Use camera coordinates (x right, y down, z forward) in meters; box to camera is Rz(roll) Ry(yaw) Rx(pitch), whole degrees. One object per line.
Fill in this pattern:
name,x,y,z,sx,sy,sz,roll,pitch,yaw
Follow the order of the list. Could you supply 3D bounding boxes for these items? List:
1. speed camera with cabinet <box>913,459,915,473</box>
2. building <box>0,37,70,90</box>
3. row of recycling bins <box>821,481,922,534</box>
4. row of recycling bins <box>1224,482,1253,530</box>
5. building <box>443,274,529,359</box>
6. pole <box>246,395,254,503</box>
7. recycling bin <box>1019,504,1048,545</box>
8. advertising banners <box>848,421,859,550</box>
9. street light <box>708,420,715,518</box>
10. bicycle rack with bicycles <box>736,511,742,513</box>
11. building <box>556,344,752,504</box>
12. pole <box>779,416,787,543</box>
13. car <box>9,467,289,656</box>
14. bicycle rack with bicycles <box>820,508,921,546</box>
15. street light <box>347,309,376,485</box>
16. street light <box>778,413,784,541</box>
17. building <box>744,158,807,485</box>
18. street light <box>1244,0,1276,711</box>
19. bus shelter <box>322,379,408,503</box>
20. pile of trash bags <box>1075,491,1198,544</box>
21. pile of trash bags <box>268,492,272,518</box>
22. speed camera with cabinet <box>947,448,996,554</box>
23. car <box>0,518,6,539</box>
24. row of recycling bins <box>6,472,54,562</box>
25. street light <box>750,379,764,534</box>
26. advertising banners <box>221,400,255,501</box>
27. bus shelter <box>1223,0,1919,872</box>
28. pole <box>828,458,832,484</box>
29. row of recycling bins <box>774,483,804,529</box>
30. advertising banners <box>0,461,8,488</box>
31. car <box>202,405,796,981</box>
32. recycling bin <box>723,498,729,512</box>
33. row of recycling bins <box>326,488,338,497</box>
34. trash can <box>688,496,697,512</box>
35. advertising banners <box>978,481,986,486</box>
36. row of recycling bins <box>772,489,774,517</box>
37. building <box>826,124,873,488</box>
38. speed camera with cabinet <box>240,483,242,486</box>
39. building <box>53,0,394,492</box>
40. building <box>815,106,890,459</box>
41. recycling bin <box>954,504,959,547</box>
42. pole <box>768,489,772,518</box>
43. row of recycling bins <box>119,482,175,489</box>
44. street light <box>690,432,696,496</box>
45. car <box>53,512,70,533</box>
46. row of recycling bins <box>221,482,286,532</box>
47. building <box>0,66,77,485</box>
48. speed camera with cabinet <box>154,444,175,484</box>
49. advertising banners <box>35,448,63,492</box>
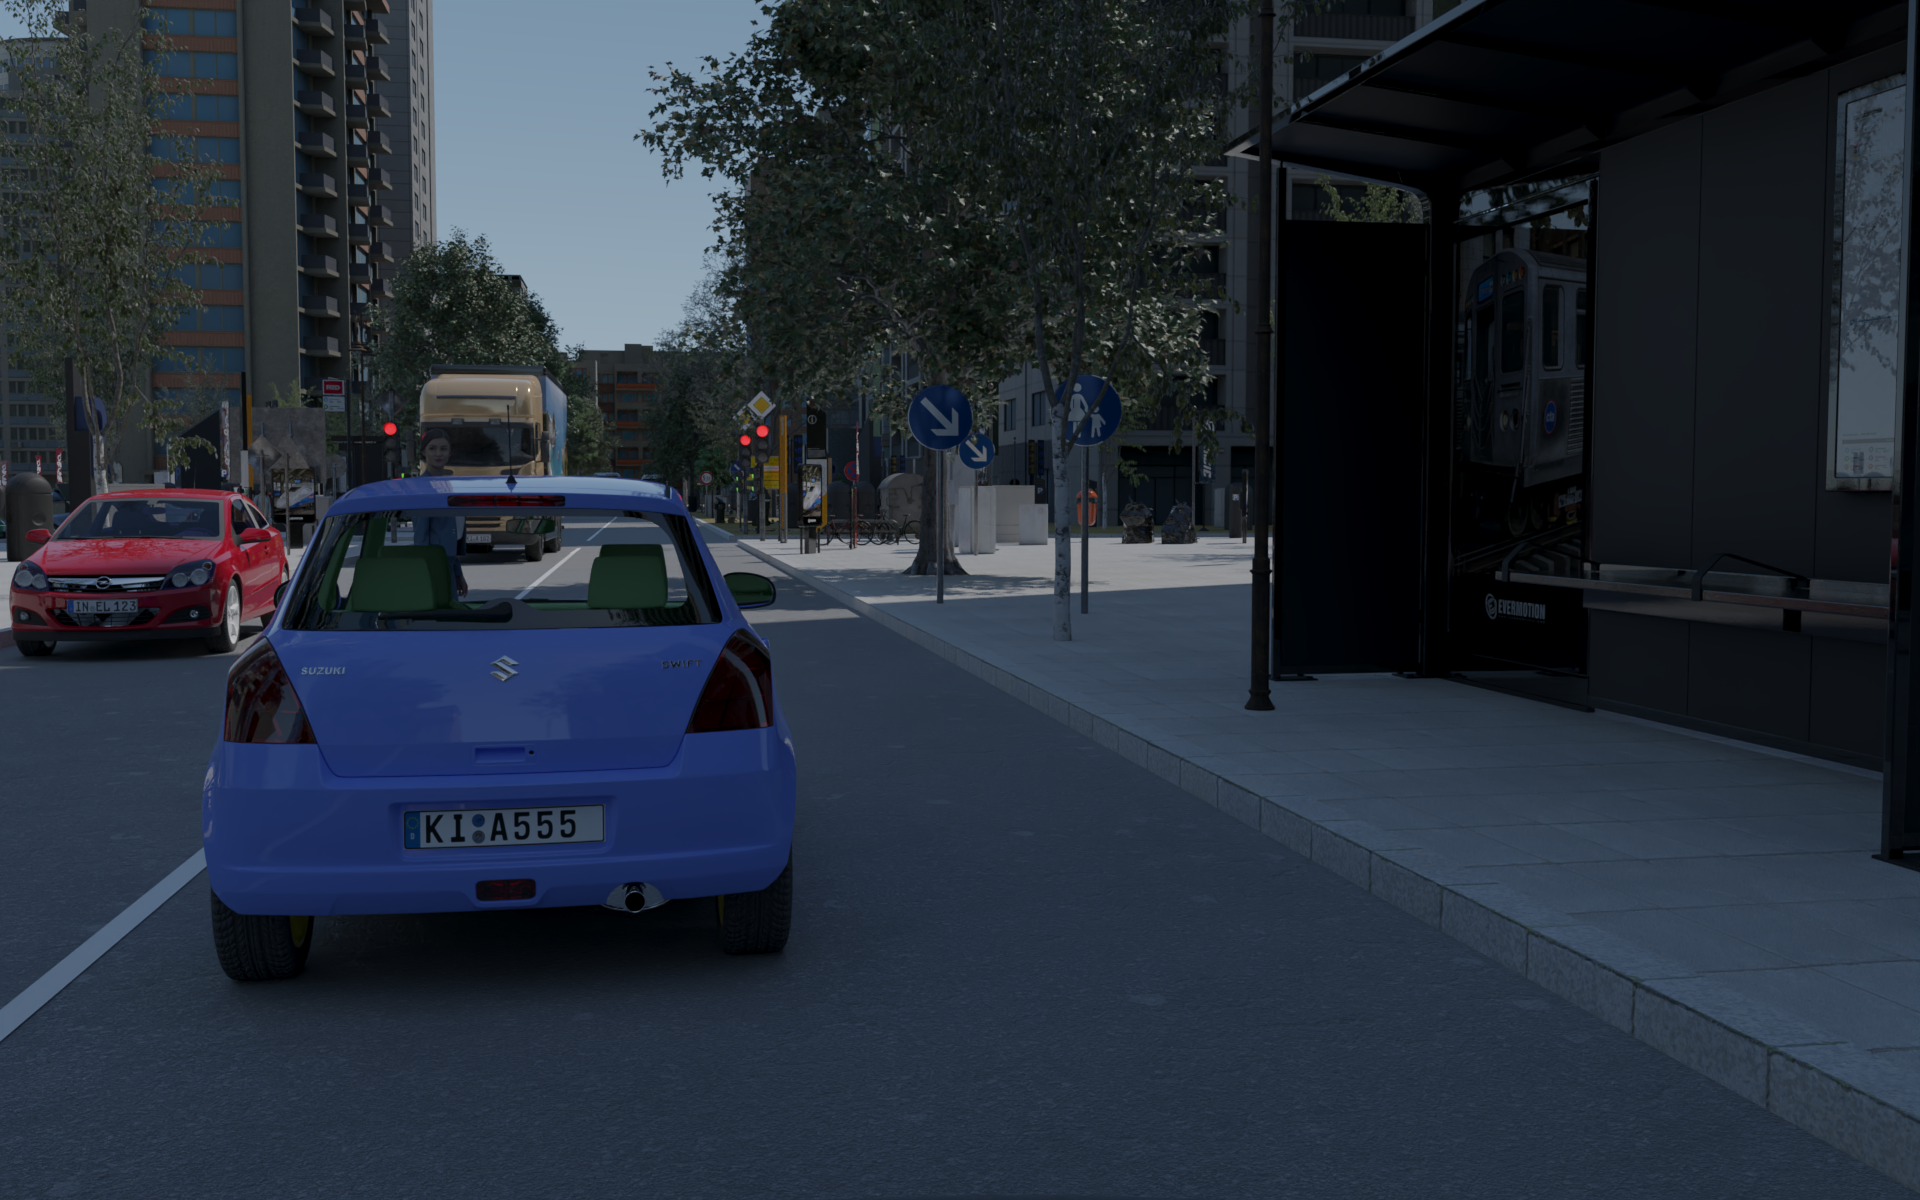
speed camera with cabinet,-2.682,-6.277,96.957,0.660,3.252,2.038,1,4,23
building,-109.085,-41.616,222.423,28.212,58.520,21.231,-1,4,-10
row of recycling bins,-2.720,-3.019,56.476,3.534,1.692,1.069,-2,4,-28
row of recycling bins,10.053,-3.395,62.622,1.069,1.692,3.534,1,4,8
building,-63.899,-27.857,227.161,14.107,30.474,14.160,-1,4,-10
pole,-14.701,-2.566,35.799,0.158,3.312,0.155,0,3,0
recycling bin,1.862,-1.914,43.853,0.722,1.027,0.722,0,4,3
advertising banners,-2.481,-2.725,40.748,0.090,3.025,2.074,0,4,2
street light,-13.255,-7.330,92.627,0.468,5.910,1.993,-1,4,-10
bicycle rack with bicycles,-13.654,-6.278,116.029,2.852,0.926,2.925,1,4,13
building,-44.014,-24.066,238.520,28.899,21.520,27.650,-1,4,-10
pole,-4.596,-3.132,45.052,0.158,3.312,0.155,0,3,0
car,-7.731,-0.474,16.794,2.155,1.783,4.494,-1,4,-12
bicycle rack with bicycles,-2.317,-1.878,44.084,2.925,0.926,2.852,0,4,-2
street light,-14.976,-4.324,43.477,0.468,5.910,1.993,-1,4,-10
street light,-4.870,-4.532,46.889,0.468,5.910,1.993,-1,4,-10
building,-21.427,-35.714,234.036,14.200,45.320,14.600,-1,4,-10
street light,1.787,-2.285,10.151,0.468,5.910,1.993,-1,4,-10
bus shelter,-21.660,-5.242,63.345,2.179,5.291,8.768,-1,4,-10
pile of trash bags,4.612,-2.190,45.558,3.447,1.369,1.912,2,4,28
pile of trash bags,-36.114,-5.076,92.738,1.912,1.369,3.447,1,4,18
speed camera with cabinet,0.228,-2.658,37.798,0.660,3.252,2.038,-1,4,-16
car,-28.509,-2.342,47.094,4.718,1.807,1.959,-1,4,-12
row of recycling bins,-19.019,-1.558,32.578,3.534,1.692,1.069,-1,4,-20
street light,-6.512,-5.081,55.855,0.468,5.910,1.993,-1,4,-10
advertising banners,-13.347,-2.191,32.008,0.090,3.025,2.074,-3,4,-36
bus shelter,3.175,-1.081,8.955,1.731,3.624,6.357,-1,4,-10
pole,-7.330,-6.350,97.671,0.158,3.312,0.155,0,3,0
row of recycling bins,-4.959,-3.494,64.235,3.534,1.692,1.069,1,4,20
advertising banners,-50.114,-5.724,89.779,2.074,3.025,0.090,1,4,16
car,-1.624,0.188,6.522,1.945,1.707,3.694,-1,4,-12
recycling bin,-17.410,-7.014,127.236,0.722,1.027,0.722,0,4,4
row of recycling bins,-41.304,-6.729,117.132,1.069,1.692,3.534,2,4,31
trash can,-18.952,-6.796,122.766,0.748,1.137,0.748,0,3,0
advertising banners,1.670,-4.986,77.716,2.074,3.025,0.090,0,4,-4
row of recycling bins,-9.797,-5.503,97.083,1.069,1.692,3.534,-2,4,-30
building,-0.995,-52.059,163.838,22.319,86.520,31.000,-1,4,-10
speed camera with cabinet,-47.784,-7.338,114.315,2.038,3.252,0.660,0,4,-5
building,-57.201,-29.465,136.369,22.147,44.769,28.867,-1,4,-10
building,-8.820,-30.769,186.670,14.154,41.232,14.086,-1,4,-10
recycling bin,0.136,-1.820,42.310,0.722,1.027,0.722,2,4,25
pole,-10.343,-6.136,94.164,0.158,3.312,0.155,0,3,0
row of recycling bins,-28.929,-3.278,60.712,3.534,1.692,1.069,1,4,14
street light,-19.737,-9.515,128.351,0.468,5.910,1.993,-1,4,-10
car,-22.981,-2.157,47.267,4.499,1.417,2.014,-1,4,-11
row of recycling bins,-24.313,-3.167,58.890,3.534,1.692,1.069,0,4,5
building,-84.809,-28.858,163.710,23.993,40.220,32.217,-1,4,-10
speed camera with cabinet,-31.639,-4.596,69.475,0.660,3.252,2.038,0,4,-4
advertising banners,-34.160,-4.207,64.969,0.090,3.025,2.074,0,4,1
